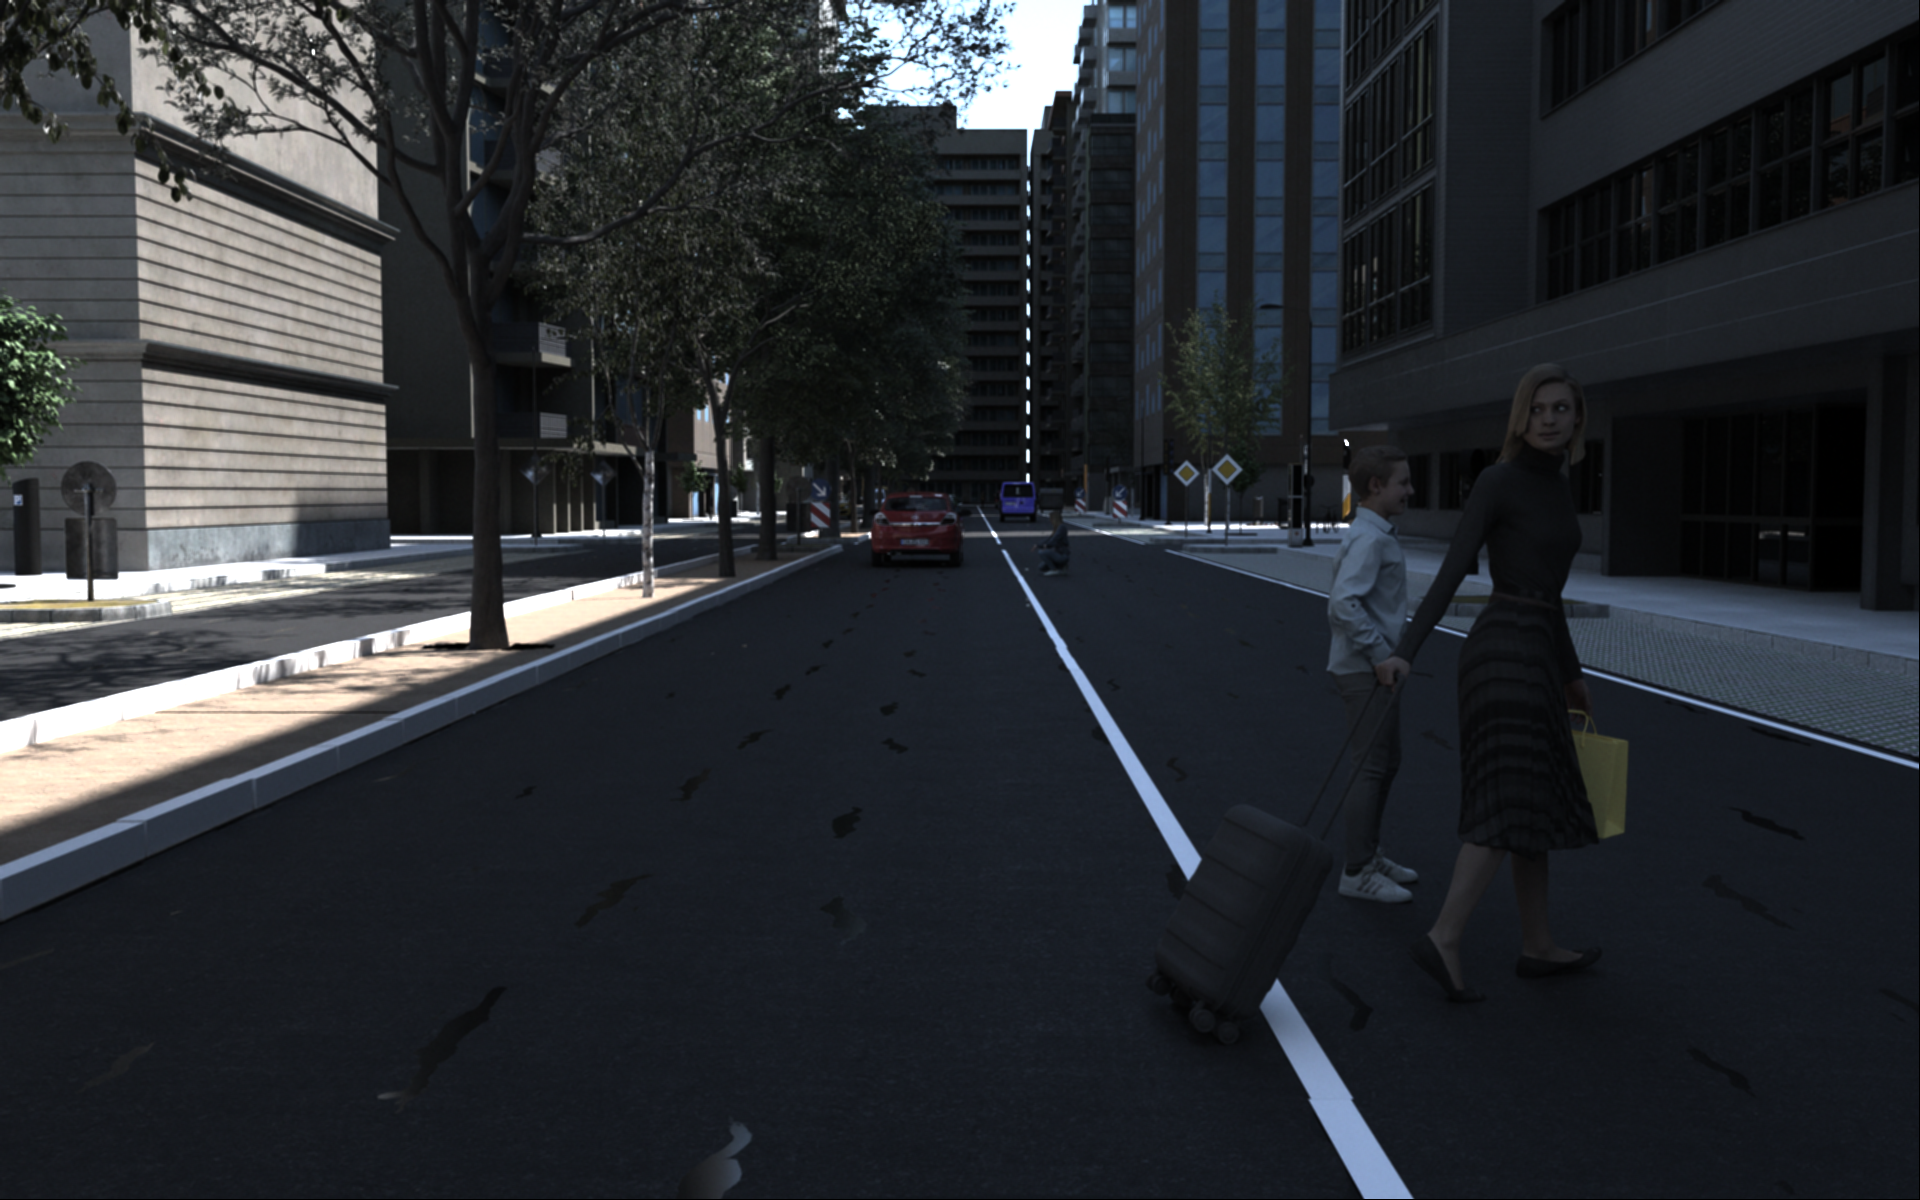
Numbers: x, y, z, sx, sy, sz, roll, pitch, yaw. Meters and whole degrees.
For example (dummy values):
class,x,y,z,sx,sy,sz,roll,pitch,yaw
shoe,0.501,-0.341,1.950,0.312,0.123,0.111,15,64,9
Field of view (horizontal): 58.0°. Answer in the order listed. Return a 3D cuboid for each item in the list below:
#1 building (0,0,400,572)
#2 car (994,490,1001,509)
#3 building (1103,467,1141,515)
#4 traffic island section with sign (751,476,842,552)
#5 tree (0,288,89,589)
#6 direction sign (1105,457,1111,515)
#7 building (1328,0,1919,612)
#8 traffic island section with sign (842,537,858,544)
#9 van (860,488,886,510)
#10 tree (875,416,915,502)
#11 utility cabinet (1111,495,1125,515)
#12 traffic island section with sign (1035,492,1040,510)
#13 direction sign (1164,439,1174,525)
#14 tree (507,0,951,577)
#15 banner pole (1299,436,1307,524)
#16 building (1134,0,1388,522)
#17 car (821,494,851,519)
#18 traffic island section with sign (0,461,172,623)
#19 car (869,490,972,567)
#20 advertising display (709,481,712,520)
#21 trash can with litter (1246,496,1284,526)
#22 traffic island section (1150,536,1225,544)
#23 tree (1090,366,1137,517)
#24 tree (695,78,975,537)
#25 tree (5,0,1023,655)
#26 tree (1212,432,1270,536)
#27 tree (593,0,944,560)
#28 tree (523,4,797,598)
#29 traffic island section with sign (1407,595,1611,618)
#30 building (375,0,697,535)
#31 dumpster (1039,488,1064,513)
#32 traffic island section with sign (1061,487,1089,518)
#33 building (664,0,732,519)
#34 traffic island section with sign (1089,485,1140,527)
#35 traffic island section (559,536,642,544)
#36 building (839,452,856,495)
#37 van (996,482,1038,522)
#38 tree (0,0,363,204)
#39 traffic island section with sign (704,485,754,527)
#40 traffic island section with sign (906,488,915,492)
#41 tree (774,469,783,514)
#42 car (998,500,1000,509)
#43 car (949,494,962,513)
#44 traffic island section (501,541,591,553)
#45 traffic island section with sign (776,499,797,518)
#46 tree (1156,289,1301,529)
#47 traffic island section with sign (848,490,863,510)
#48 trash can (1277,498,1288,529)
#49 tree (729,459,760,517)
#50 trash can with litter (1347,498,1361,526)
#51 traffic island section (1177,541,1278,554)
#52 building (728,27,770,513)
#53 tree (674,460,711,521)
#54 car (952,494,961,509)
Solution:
class,x,y,z,sx,sy,sz,roll,pitch,yaw
building,-30.284,-13.189,34.728,34.723,24.649,14.460,0,4,0
car,4.477,-9.965,171.597,2.281,1.827,5.304,0,4,1
building,26.056,-25.734,112.630,32.217,40.220,23.993,0,4,0
traffic island section with sign,-4.084,-2.141,43.140,2.006,1.907,1.989,0,4,0
tree,-13.579,-2.431,23.465,4.285,4.588,4.351,0,3,0
direction sign,9.153,-7.046,107.196,0.379,3.537,0.876,1,4,18
building,15.831,-12.704,26.775,14.314,24.678,30.058,0,4,0
traffic island section with sign,-4.031,-2.594,50.547,2.006,1.907,1.989,0,4,0
van,-5.854,-6.889,119.644,2.013,2.044,4.112,0,4,-1
tree,-3.936,-7.781,80.032,4.737,8.622,4.395,0,3,0
utility cabinet,9.450,-5.800,103.509,0.318,1.500,1.173,-1,4,-23
traffic island section with sign,7.430,-10.486,180.081,1.989,1.847,2.006,0,4,0
direction sign,8.597,-4.855,71.379,0.379,3.537,0.876,-1,4,-20
tree,-3.981,-5.686,29.832,8.767,10.594,7.601,0,4,0
banner pole,14.766,-5.154,74.284,0.863,3.779,0.401,-2,4,-34
building,16.269,-26.628,85.485,14.600,45.320,14.200,0,4,0
car,-7.213,-5.619,102.094,2.015,1.641,3.980,0,4,-1
traffic island section with sign,-10.344,-0.698,20.048,1.989,1.847,2.006,0,4,0
car,-0.837,-1.626,35.633,2.155,1.783,4.494,0,4,1
advertising display,-12.520,-5.003,87.010,0.123,1.923,0.974,0,4,-6
trash can with litter,12.473,-3.632,70.448,2.233,1.210,1.678,-3,4,-38
traffic island section,6.653,-1.746,50.824,2.009,0.180,2.903,0,4,0
tree,9.619,-9.070,98.663,4.360,8.622,3.978,0,3,0
tree,-4.088,-8.867,54.089,9.857,13.997,8.962,0,3,0
tree,-4.311,-6.274,15.406,12.009,13.543,11.850,0,3,0
tree,8.634,-3.634,54.016,1.663,3.219,1.824,0,3,0
tree,-4.256,-7.145,37.402,7.486,12.596,7.792,0,3,0
tree,-4.306,-4.343,23.824,4.360,8.622,3.978,0,3,0
traffic island section with sign,6.488,-0.746,20.832,1.989,1.847,2.006,0,4,0
building,-22.468,-25.183,66.370,22.147,44.769,28.867,0,4,0
dumpster,6.785,-7.368,128.675,1.865,1.857,1.264,0,4,0
traffic island section with sign,6.958,-5.749,102.618,1.989,1.847,2.006,0,4,0
building,-20.656,-27.261,95.822,14.600,45.320,14.200,0,4,0
traffic island section with sign,6.813,-4.100,75.663,1.989,1.847,2.006,0,4,0
traffic island section,-10.488,-1.752,50.929,2.009,0.180,2.903,0,4,0
building,-18.909,-31.288,195.150,14.086,41.232,14.154,0,4,0
van,3.004,-5.253,90.268,2.240,2.365,5.245,0,4,1
tree,-4.291,-3.331,7.285,4.360,8.622,3.978,0,3,0
traffic island section with sign,-10.019,-4.092,75.530,1.989,1.847,2.006,0,4,0
traffic island section with sign,-3.598,-7.190,125.685,2.006,1.907,1.989,0,4,0
tree,-12.188,-7.226,112.751,1.663,3.219,1.824,0,3,0
car,4.533,-9.207,162.332,2.131,1.459,4.920,0,4,-2
car,-0.954,-4.363,83.132,2.131,1.459,4.920,0,4,0
traffic island section,-10.535,-1.264,42.944,2.009,0.180,2.903,0,4,0
traffic island section with sign,-9.853,-5.756,102.738,1.989,1.847,2.006,0,4,0
tree,9.999,-6.884,62.922,4.737,8.622,4.395,0,3,0
traffic island section with sign,-9.569,-8.856,153.429,1.989,1.847,2.006,0,4,0
trash can,11.989,-3.176,63.586,0.748,1.137,0.748,0,3,0
tree,-12.210,-6.202,95.998,1.663,3.219,1.824,0,3,0
trash can with litter,16.055,-3.583,69.967,0.624,1.170,1.055,-2,4,-29
traffic island section,6.606,-1.257,42.839,2.009,0.180,2.903,0,4,0
building,-20.510,-26.572,118.048,14.154,41.232,14.086,0,4,0
tree,-12.801,-5.410,83.058,1.663,3.219,1.824,0,3,0
car,-0.973,-9.522,167.486,2.131,1.459,4.920,0,4,1
